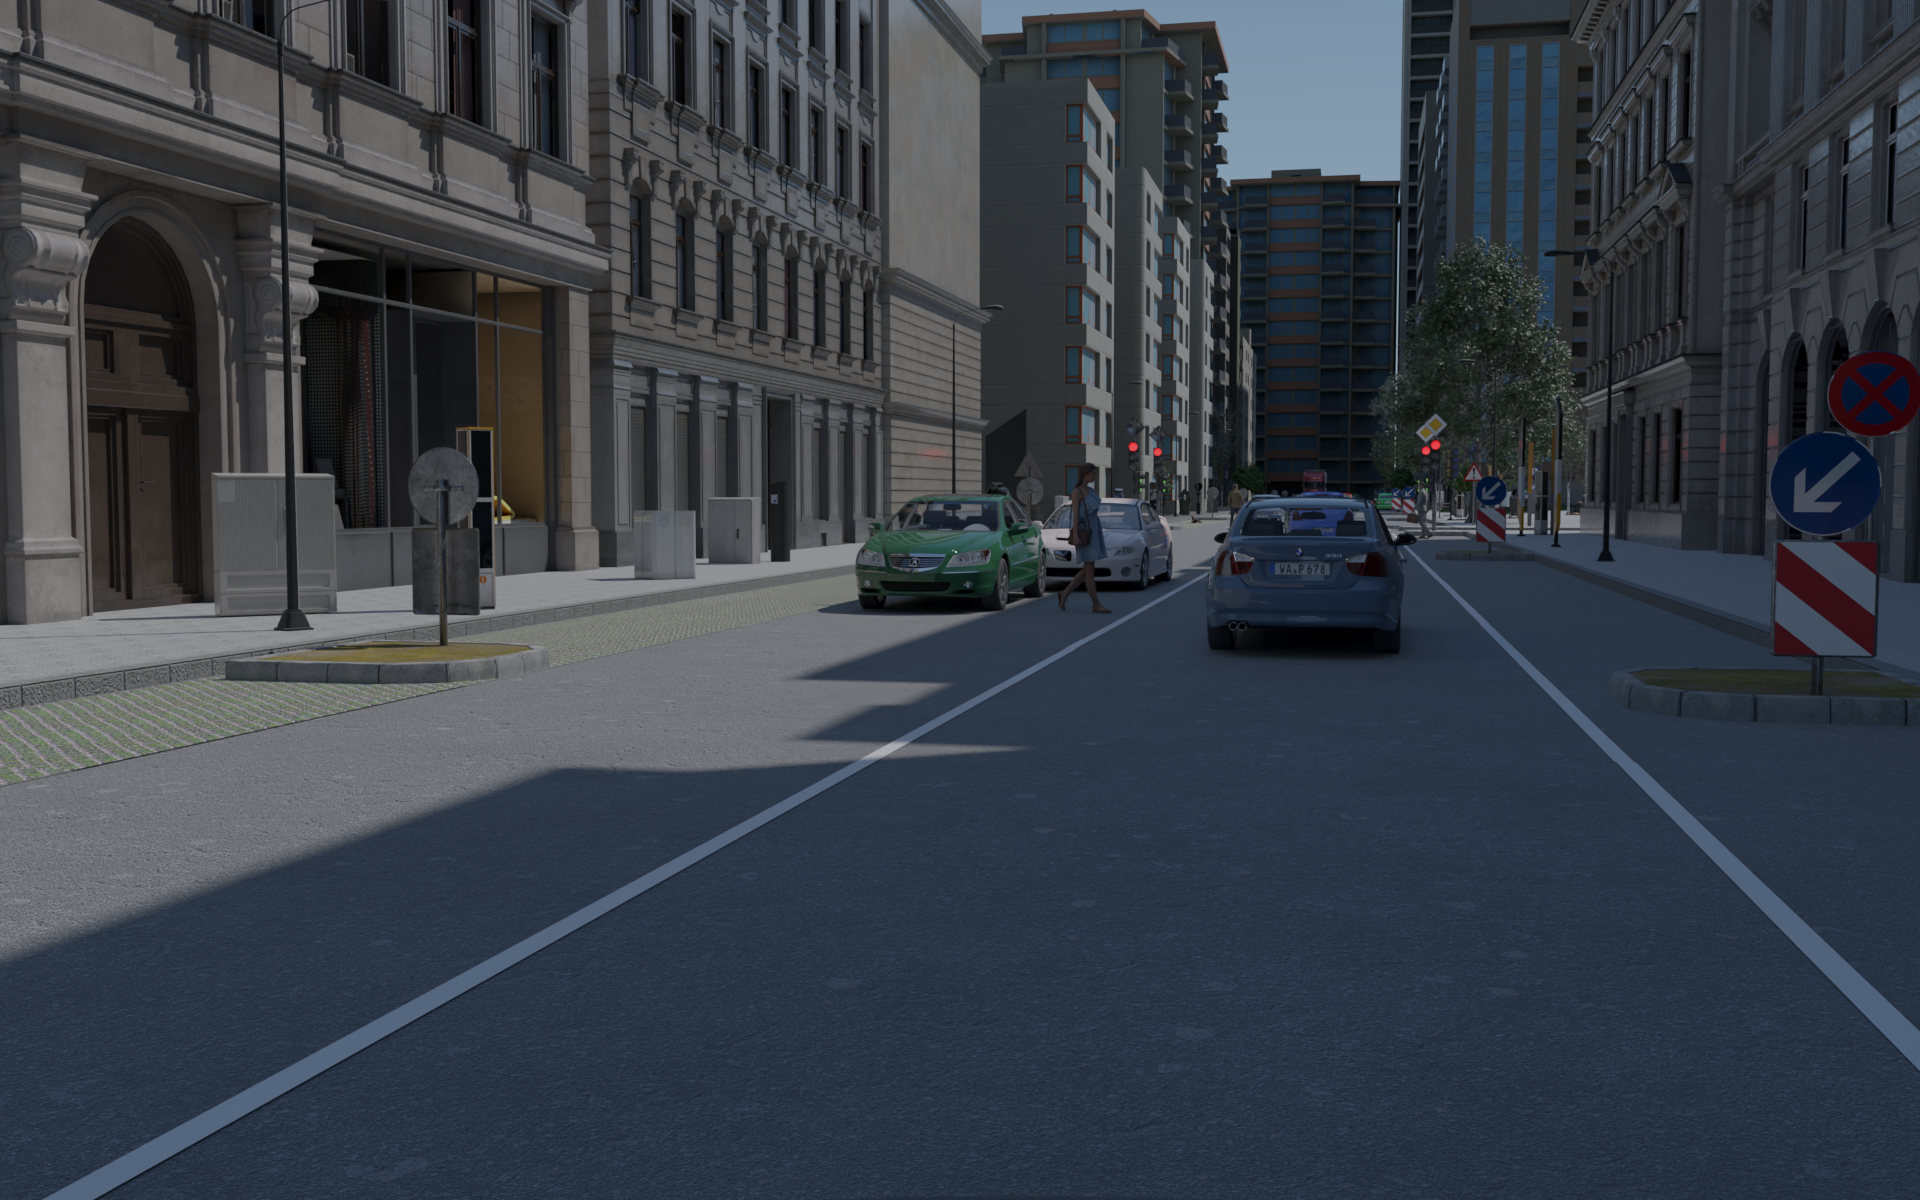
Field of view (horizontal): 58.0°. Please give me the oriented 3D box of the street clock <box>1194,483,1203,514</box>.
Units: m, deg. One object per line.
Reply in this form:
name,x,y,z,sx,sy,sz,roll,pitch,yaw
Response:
street clock,14.991,-6.381,108.903,0.471,2.002,0.358,-1,4,-22

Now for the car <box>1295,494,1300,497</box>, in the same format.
car,10.939,-2.543,53.375,2.131,1.459,4.920,1,4,11

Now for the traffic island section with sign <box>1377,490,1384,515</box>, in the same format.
traffic island section with sign,29.897,-6.765,119.227,1.989,1.847,2.006,1,4,13

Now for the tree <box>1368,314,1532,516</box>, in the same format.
tree,29.680,-11.792,103.165,12.009,13.543,11.850,0,3,0

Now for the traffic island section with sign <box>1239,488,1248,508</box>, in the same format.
traffic island section with sign,19.830,-6.876,121.043,1.989,1.847,2.006,1,4,13

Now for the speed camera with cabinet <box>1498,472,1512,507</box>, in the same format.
speed camera with cabinet,41.158,-8.352,130.896,0.660,3.252,2.038,-1,4,-9

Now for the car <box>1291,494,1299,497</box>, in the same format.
car,32.367,-9.391,165.335,2.131,1.459,4.920,1,4,14

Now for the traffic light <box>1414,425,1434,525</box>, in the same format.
traffic light,18.282,-4.843,68.111,0.839,4.253,0.868,1,4,13

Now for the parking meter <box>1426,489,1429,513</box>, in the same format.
parking meter,32.414,-7.029,120.627,0.399,1.863,0.255,2,4,33

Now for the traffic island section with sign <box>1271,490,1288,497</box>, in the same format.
traffic island section with sign,30.880,-9.854,169.732,1.989,1.847,2.006,1,4,13

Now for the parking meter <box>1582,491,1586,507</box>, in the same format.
parking meter,45.136,-7.139,125.125,0.372,1.533,0.369,0,3,0

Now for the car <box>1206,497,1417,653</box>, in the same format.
car,3.455,-0.308,17.034,2.014,1.417,4.499,1,4,14

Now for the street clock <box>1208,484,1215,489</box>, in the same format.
street clock,18.992,-7.721,130.815,0.471,2.002,0.358,0,3,0

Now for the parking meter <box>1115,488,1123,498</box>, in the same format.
parking meter,6.732,-3.971,73.341,0.372,1.533,0.369,0,3,0

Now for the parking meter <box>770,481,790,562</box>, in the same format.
parking meter,-3.407,-1.494,32.831,0.372,1.533,0.369,0,3,0

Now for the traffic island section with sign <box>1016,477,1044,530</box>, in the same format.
traffic island section with sign,1.605,-1.959,40.651,1.989,1.847,2.006,1,4,13

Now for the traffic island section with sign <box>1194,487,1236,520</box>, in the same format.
traffic island section with sign,13.836,-5.257,94.583,1.989,1.847,2.006,1,4,13

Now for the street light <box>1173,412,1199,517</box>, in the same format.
street light,12.799,-7.683,98.160,1.470,5.913,1.316,1,4,13

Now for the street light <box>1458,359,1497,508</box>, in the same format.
street light,17.843,-5.327,59.641,1.470,5.913,1.316,1,4,13

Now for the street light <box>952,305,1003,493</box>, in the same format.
street light,0.373,-4.298,42.815,1.470,5.913,1.316,1,4,13

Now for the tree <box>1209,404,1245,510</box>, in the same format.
tree,21.094,-11.636,140.607,4.360,8.622,3.978,0,3,0

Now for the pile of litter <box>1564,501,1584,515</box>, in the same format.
pile of litter,37.556,-5.570,105.029,1.719,0.858,1.176,3,5,41

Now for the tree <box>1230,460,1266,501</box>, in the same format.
tree,27.725,-11.195,166.747,4.285,4.588,4.351,0,3,0

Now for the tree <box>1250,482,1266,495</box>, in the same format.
tree,34.005,-12.277,195.334,1.663,3.219,1.824,0,3,0

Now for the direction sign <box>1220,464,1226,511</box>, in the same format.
direction sign,19.791,-8.467,130.436,0.379,3.537,0.876,-1,4,-19

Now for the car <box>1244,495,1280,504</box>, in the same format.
car,13.880,-4.076,78.651,2.014,1.417,4.499,1,4,14

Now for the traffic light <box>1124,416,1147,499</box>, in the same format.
traffic light,6.309,-4.507,62.611,0.839,4.253,0.868,1,4,13

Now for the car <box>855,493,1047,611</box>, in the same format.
car,-0.025,-0.680,22.920,2.131,1.459,4.920,1,4,12

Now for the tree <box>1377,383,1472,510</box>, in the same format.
tree,38.123,-13.190,141.405,9.928,11.665,9.643,0,3,0

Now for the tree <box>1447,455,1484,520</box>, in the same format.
tree,24.987,-5.566,85.607,1.663,3.219,1.824,0,3,0

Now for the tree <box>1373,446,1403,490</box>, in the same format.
tree,53.915,-16.256,216.145,4.737,8.622,4.395,0,3,0

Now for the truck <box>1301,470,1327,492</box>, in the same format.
truck,41.427,-13.045,202.202,2.839,4.237,11.283,1,4,13

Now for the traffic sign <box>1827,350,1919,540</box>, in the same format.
traffic sign,8.134,-0.939,15.461,0.768,2.556,0.104,1,4,19

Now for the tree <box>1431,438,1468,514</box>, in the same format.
tree,31.556,-10.002,113.895,4.360,8.622,3.978,0,3,0

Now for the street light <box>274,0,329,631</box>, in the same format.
street light,-5.768,-2.662,16.057,1.470,5.913,1.316,1,4,13

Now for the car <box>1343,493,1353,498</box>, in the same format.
car,25.348,-6.481,115.001,2.155,1.783,4.494,1,4,14

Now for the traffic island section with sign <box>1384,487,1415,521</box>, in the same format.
traffic island section with sign,23.877,-5.141,92.680,1.989,1.847,2.006,1,4,13

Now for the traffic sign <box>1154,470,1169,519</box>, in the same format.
traffic sign,10.451,-5.493,89.923,0.768,2.556,0.104,1,4,20

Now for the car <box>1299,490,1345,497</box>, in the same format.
car,9.579,-2.220,45.887,1.945,1.707,3.694,1,4,11

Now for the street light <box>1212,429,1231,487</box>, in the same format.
street light,18.773,-9.306,124.699,1.470,5.913,1.316,1,4,13

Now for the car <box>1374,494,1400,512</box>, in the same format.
car,32.224,-7.445,130.516,1.959,1.807,4.718,1,4,13

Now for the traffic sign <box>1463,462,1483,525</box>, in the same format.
traffic sign,21.051,-4.341,70.986,0.884,2.594,0.081,1,4,18

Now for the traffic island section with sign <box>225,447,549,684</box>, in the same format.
traffic island section with sign,-4.446,-0.326,13.956,1.989,1.847,2.006,1,4,13

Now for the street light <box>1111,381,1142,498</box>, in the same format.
street light,6.823,-6.060,71.621,1.470,5.913,1.316,1,4,13

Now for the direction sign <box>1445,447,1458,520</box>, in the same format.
direction sign,23.864,-5.636,84.139,0.876,3.537,0.379,-2,4,-32

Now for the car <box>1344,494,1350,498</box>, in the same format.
car,20.719,-5.094,95.083,2.131,1.459,4.920,1,4,13

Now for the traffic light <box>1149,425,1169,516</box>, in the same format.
traffic light,8.075,-4.983,70.400,0.839,4.253,0.868,1,4,13

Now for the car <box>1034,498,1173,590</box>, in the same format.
car,2.251,-0.923,27.451,2.083,1.381,4.827,1,4,14

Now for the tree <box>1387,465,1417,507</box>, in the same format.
tree,43.724,-11.488,171.535,4.285,4.588,4.351,0,3,0

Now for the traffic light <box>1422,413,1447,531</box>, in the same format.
traffic light,16.516,-4.367,60.322,0.839,4.253,0.868,1,4,13

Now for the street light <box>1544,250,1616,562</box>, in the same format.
street light,11.793,-3.697,32.987,1.470,5.913,1.316,1,4,13

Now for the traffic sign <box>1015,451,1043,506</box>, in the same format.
traffic sign,2.056,-3.188,52.124,0.884,2.594,0.081,1,4,19

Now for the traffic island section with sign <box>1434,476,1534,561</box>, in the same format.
traffic island section with sign,11.483,-1.799,38.036,1.989,1.847,2.006,1,4,13

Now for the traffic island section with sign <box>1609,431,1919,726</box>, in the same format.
traffic island section with sign,5.534,-0.191,11.743,1.989,1.847,2.006,1,4,13

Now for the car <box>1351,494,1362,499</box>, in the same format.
car,43.316,-11.132,190.804,1.959,1.807,4.718,1,4,13

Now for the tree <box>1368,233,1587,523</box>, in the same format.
tree,22.924,-9.740,76.263,9.611,12.733,9.660,0,3,0
